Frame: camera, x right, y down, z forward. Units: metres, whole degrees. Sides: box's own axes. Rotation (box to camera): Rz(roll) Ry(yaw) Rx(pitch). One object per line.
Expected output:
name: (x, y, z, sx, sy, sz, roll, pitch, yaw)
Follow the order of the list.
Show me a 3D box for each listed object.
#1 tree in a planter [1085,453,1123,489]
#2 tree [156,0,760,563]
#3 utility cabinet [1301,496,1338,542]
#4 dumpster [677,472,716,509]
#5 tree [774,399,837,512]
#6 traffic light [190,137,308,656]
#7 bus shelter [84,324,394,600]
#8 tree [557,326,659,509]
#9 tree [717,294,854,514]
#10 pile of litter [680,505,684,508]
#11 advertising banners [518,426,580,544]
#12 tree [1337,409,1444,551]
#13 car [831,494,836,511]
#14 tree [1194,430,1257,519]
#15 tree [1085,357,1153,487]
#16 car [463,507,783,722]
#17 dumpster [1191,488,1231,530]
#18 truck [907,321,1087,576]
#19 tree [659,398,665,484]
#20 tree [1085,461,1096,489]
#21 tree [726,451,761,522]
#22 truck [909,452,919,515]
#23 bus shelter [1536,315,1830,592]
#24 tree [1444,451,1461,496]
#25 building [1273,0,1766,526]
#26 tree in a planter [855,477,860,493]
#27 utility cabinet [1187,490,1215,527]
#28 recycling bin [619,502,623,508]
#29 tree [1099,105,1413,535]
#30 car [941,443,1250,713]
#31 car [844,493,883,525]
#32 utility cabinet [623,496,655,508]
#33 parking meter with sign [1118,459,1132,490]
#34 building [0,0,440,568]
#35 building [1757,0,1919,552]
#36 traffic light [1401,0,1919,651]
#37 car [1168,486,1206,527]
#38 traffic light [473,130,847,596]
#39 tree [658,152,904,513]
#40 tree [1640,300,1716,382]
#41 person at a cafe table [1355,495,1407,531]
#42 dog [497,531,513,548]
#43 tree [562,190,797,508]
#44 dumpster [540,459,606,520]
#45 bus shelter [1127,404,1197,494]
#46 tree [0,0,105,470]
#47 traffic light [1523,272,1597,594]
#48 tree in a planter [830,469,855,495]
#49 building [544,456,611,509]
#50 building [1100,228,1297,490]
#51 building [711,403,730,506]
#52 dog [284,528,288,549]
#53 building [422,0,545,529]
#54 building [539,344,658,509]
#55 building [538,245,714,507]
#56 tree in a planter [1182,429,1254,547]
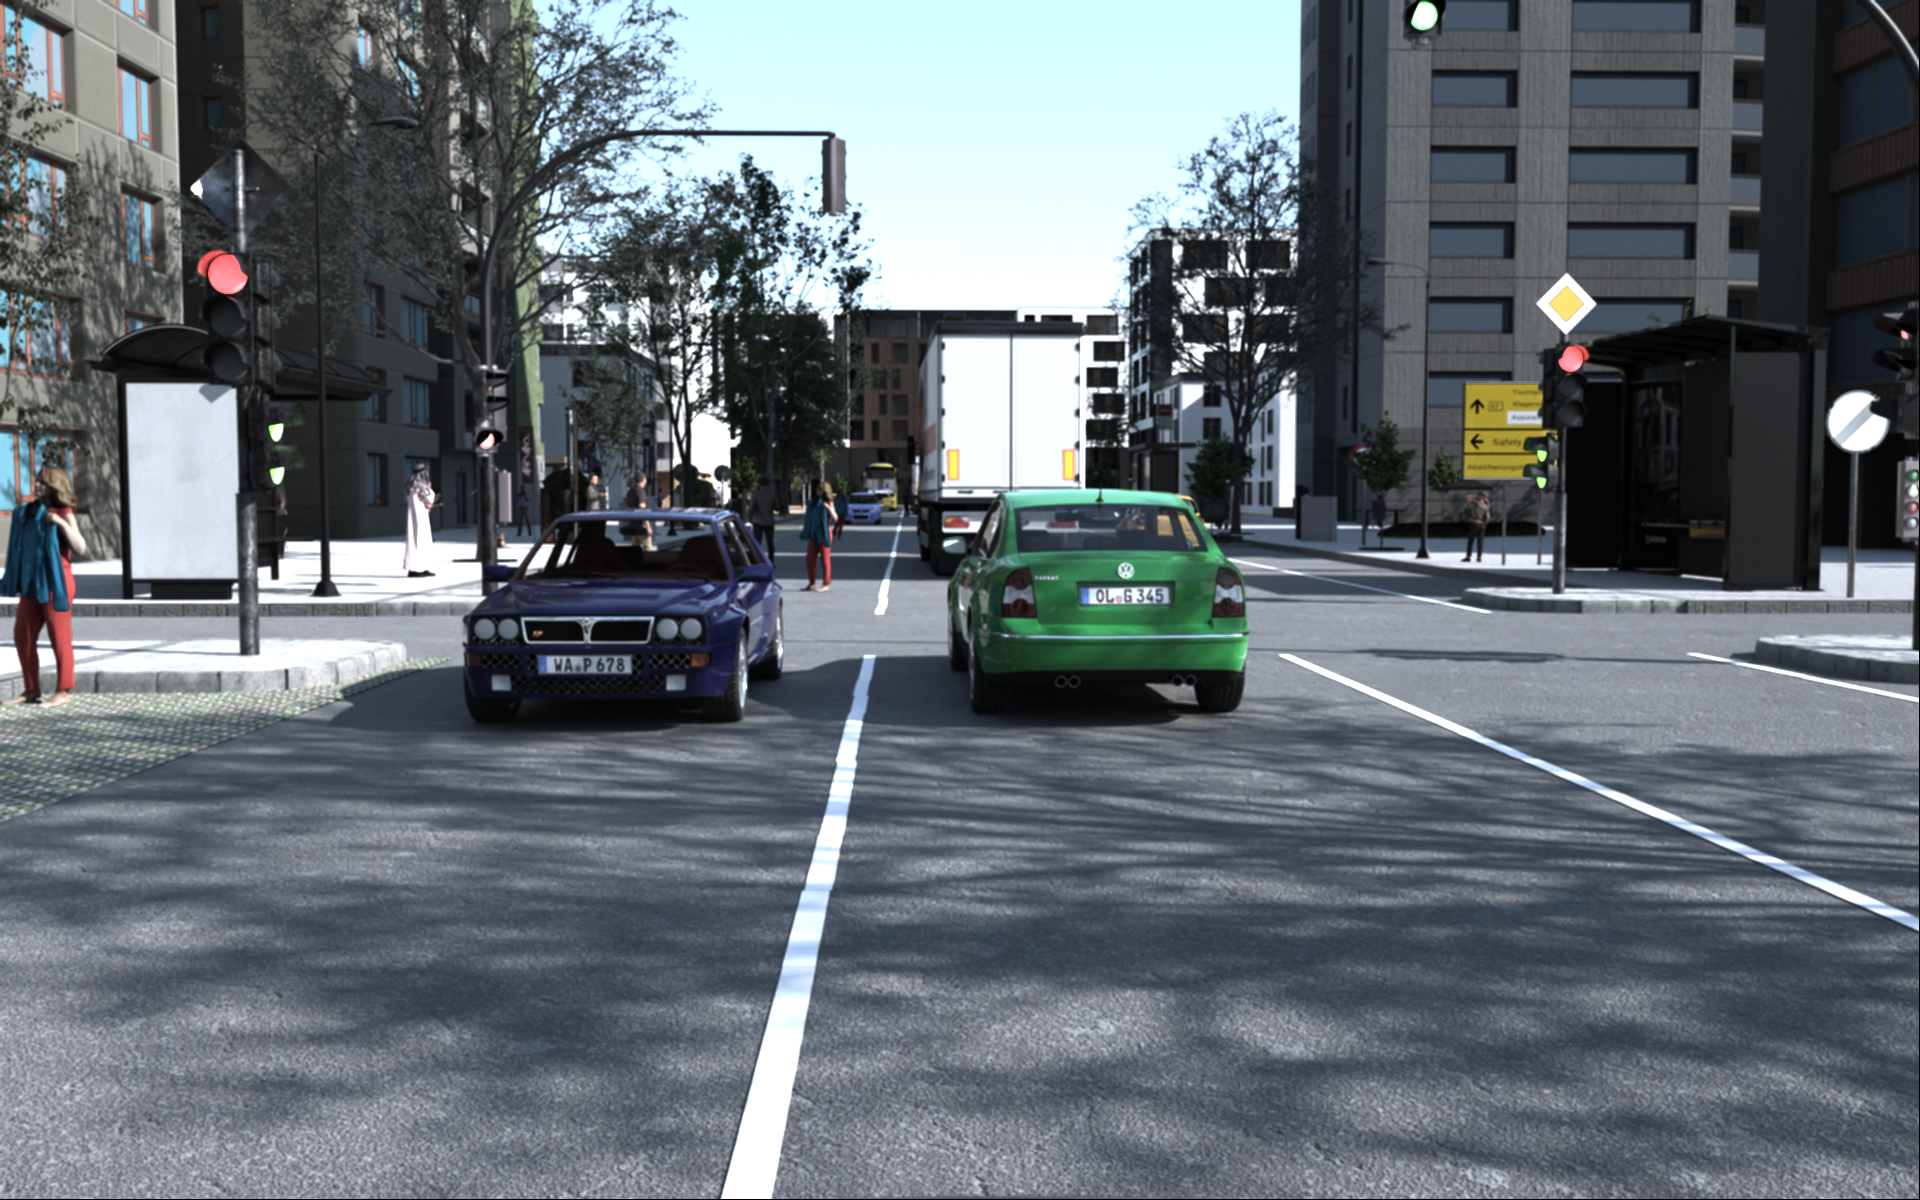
tree in a planter: (6.093, -4.724, 74.454, 1.991, 3.239, 1.994, 0, 4, -2)
tree: (-9.011, -7.467, 32.451, 12.009, 13.543, 11.850, 0, 3, 0)
utility cabinet: (9.733, -2.189, 46.945, 0.306, 1.237, 1.020, -3, 5, -41)
dumpster: (-11.530, -4.472, 75.608, 1.502, 2.255, 1.985, 0, 4, -2)
tree: (-12.132, -11.612, 140.225, 4.737, 8.622, 4.395, 0, 3, 0)
traffic light: (-5.649, -1.515, 13.699, 0.839, 4.253, 0.868, 0, 4, -2)
bus shelter: (-9.458, -1.802, 23.390, 2.014, 3.302, 5.546, 0, 4, -2)
tree: (-15.507, -7.672, 75.803, 4.360, 8.622, 3.978, 0, 3, 0)
tree: (-11.343, -12.528, 111.487, 9.857, 13.997, 8.962, 0, 3, 0)
pile of litter: (-11.098, -3.387, 69.348, 1.719, 0.858, 1.176, 1, 4, 15)
advertising banners: (-10.593, -2.958, 44.556, 2.074, 3.025, 0.090, 2, 4, 31)
tree: (9.717, -2.745, 39.485, 1.663, 3.219, 1.824, 0, 3, 0)
car: (-8.833, -6.740, 120.423, 2.015, 1.641, 3.980, 0, 4, -2)
tree: (13.548, -6.439, 88.993, 4.285, 4.588, 4.351, 0, 3, 0)
tree: (7.961, -8.593, 90.865, 4.360, 8.622, 3.978, 0, 3, 0)
car: (-2.231, 0.028, 12.122, 1.945, 1.354, 3.894, 0, 4, -1)
dumpster: (9.142, -3.518, 63.280, 1.264, 1.857, 1.865, 0, 4, -2)
truck: (0.506, -2.743, 33.764, 2.839, 4.237, 11.283, 0, 4, -3)
tree: (-15.538, -7.976, 80.765, 4.360, 8.622, 3.978, 0, 3, 0)
tree: (7.426, -6.480, 100.552, 1.663, 3.219, 1.824, 0, 3, 0)
tree: (-9.784, -5.151, 78.826, 1.663, 3.219, 1.824, 0, 3, 0)
truck: (-2.118, -8.128, 121.802, 2.839, 4.237, 11.283, 0, 4, -3)
bus shelter: (10.526, -2.114, 25.842, 1.731, 3.624, 6.357, 0, 4, -2)
tree: (19.108, -4.547, 68.946, 1.663, 3.219, 1.824, 0, 3, 0)
building: (27.170, -33.079, 82.840, 21.231, 58.520, 28.212, 0, 4, -2)
tree in a planter: (-9.567, -9.383, 150.634, 1.991, 3.239, 1.994, 0, 4, -2)
utility cabinet: (9.253, -3.531, 66.412, 1.173, 1.500, 0.318, -3, 4, -37)
recycling bin: (-11.002, -2.795, 58.245, 0.722, 1.027, 0.722, 1, 4, 18)
tree: (8.911, -8.835, 54.825, 12.009, 13.543, 11.850, 0, 3, 0)
car: (0.869, -0.240, 12.725, 1.959, 1.807, 4.718, 0, 4, -3)
car: (-4.632, -4.458, 82.475, 1.945, 1.707, 3.694, 0, 4, -1)
utility cabinet: (-8.756, -2.204, 47.191, 1.020, 1.237, 0.306, 3, 5, 40)
parking meter with sign: (8.663, -5.453, 85.412, 1.738, 3.016, 0.543, 1, 4, 10)
building: (-30.781, -12.078, 42.511, 27.650, 21.520, 28.899, 0, 4, -2)
building: (34.376, -23.616, 40.739, 28.867, 44.769, 22.147, 0, 4, -2)
traffic light: (5.818, -2.401, 13.924, 4.771, 5.953, 1.251, 0, 4, -2)
car: (4.635, -1.834, 40.209, 2.015, 1.641, 3.980, 0, 4, -2)
traffic light: (-3.805, -2.881, 21.779, 4.771, 5.953, 1.251, 0, 4, -2)
tree: (-10.033, -14.615, 94.849, 12.611, 20.169, 13.585, 0, 3, 0)
tree: (27.829, -7.117, 66.727, 4.737, 8.622, 4.395, 0, 3, 0)
person at a cafe table: (14.776, -3.061, 60.902, 1.698, 1.238, 1.726, 1, 4, 19)
dog: (-10.957, -1.423, 41.005, 0.550, 0.427, 0.748, -2, 4, -34)
tree: (-9.727, -8.247, 60.593, 9.928, 11.665, 9.643, 0, 3, 0)
dumpster: (-10.747, -2.786, 48.046, 1.502, 2.255, 1.985, 0, 4, -2)
bus shelter: (8.493, -5.943, 74.796, 2.179, 5.291, 8.768, 0, 4, -2)
tree: (-13.493, -4.467, 23.405, 4.360, 8.622, 3.978, 0, 3, 0)
traffic light: (7.661, -2.030, 22.110, 0.839, 4.253, 0.868, 0, 4, -2)
tree in a planter: (-8.731, -7.736, 123.703, 1.991, 3.239, 1.994, 0, 4, -2)
building: (-34.366, -23.939, 83.282, 32.217, 40.220, 23.993, 0, 4, -2)
building: (28.193, -18.716, 149.987, 27.936, 21.610, 32.646, 0, 4, -2)
building: (-35.619, -13.315, 159.844, 28.070, 9.664, 9.099, 0, 4, -2)
dog: (-16.002, -1.456, 40.639, 0.540, 0.507, 0.406, 0, 4, -7)
building: (-24.234, -23.298, 64.516, 14.154, 41.232, 14.086, 0, 4, -2)
building: (-23.831, -10.320, 110.876, 9.099, 9.664, 28.070, 0, 4, -2)
building: (-27.481, -16.741, 130.142, 16.016, 20.091, 11.380, 0, 4, -2)
tree in a planter: (6.925, -3.076, 47.523, 1.991, 3.239, 1.994, 0, 4, -2)
